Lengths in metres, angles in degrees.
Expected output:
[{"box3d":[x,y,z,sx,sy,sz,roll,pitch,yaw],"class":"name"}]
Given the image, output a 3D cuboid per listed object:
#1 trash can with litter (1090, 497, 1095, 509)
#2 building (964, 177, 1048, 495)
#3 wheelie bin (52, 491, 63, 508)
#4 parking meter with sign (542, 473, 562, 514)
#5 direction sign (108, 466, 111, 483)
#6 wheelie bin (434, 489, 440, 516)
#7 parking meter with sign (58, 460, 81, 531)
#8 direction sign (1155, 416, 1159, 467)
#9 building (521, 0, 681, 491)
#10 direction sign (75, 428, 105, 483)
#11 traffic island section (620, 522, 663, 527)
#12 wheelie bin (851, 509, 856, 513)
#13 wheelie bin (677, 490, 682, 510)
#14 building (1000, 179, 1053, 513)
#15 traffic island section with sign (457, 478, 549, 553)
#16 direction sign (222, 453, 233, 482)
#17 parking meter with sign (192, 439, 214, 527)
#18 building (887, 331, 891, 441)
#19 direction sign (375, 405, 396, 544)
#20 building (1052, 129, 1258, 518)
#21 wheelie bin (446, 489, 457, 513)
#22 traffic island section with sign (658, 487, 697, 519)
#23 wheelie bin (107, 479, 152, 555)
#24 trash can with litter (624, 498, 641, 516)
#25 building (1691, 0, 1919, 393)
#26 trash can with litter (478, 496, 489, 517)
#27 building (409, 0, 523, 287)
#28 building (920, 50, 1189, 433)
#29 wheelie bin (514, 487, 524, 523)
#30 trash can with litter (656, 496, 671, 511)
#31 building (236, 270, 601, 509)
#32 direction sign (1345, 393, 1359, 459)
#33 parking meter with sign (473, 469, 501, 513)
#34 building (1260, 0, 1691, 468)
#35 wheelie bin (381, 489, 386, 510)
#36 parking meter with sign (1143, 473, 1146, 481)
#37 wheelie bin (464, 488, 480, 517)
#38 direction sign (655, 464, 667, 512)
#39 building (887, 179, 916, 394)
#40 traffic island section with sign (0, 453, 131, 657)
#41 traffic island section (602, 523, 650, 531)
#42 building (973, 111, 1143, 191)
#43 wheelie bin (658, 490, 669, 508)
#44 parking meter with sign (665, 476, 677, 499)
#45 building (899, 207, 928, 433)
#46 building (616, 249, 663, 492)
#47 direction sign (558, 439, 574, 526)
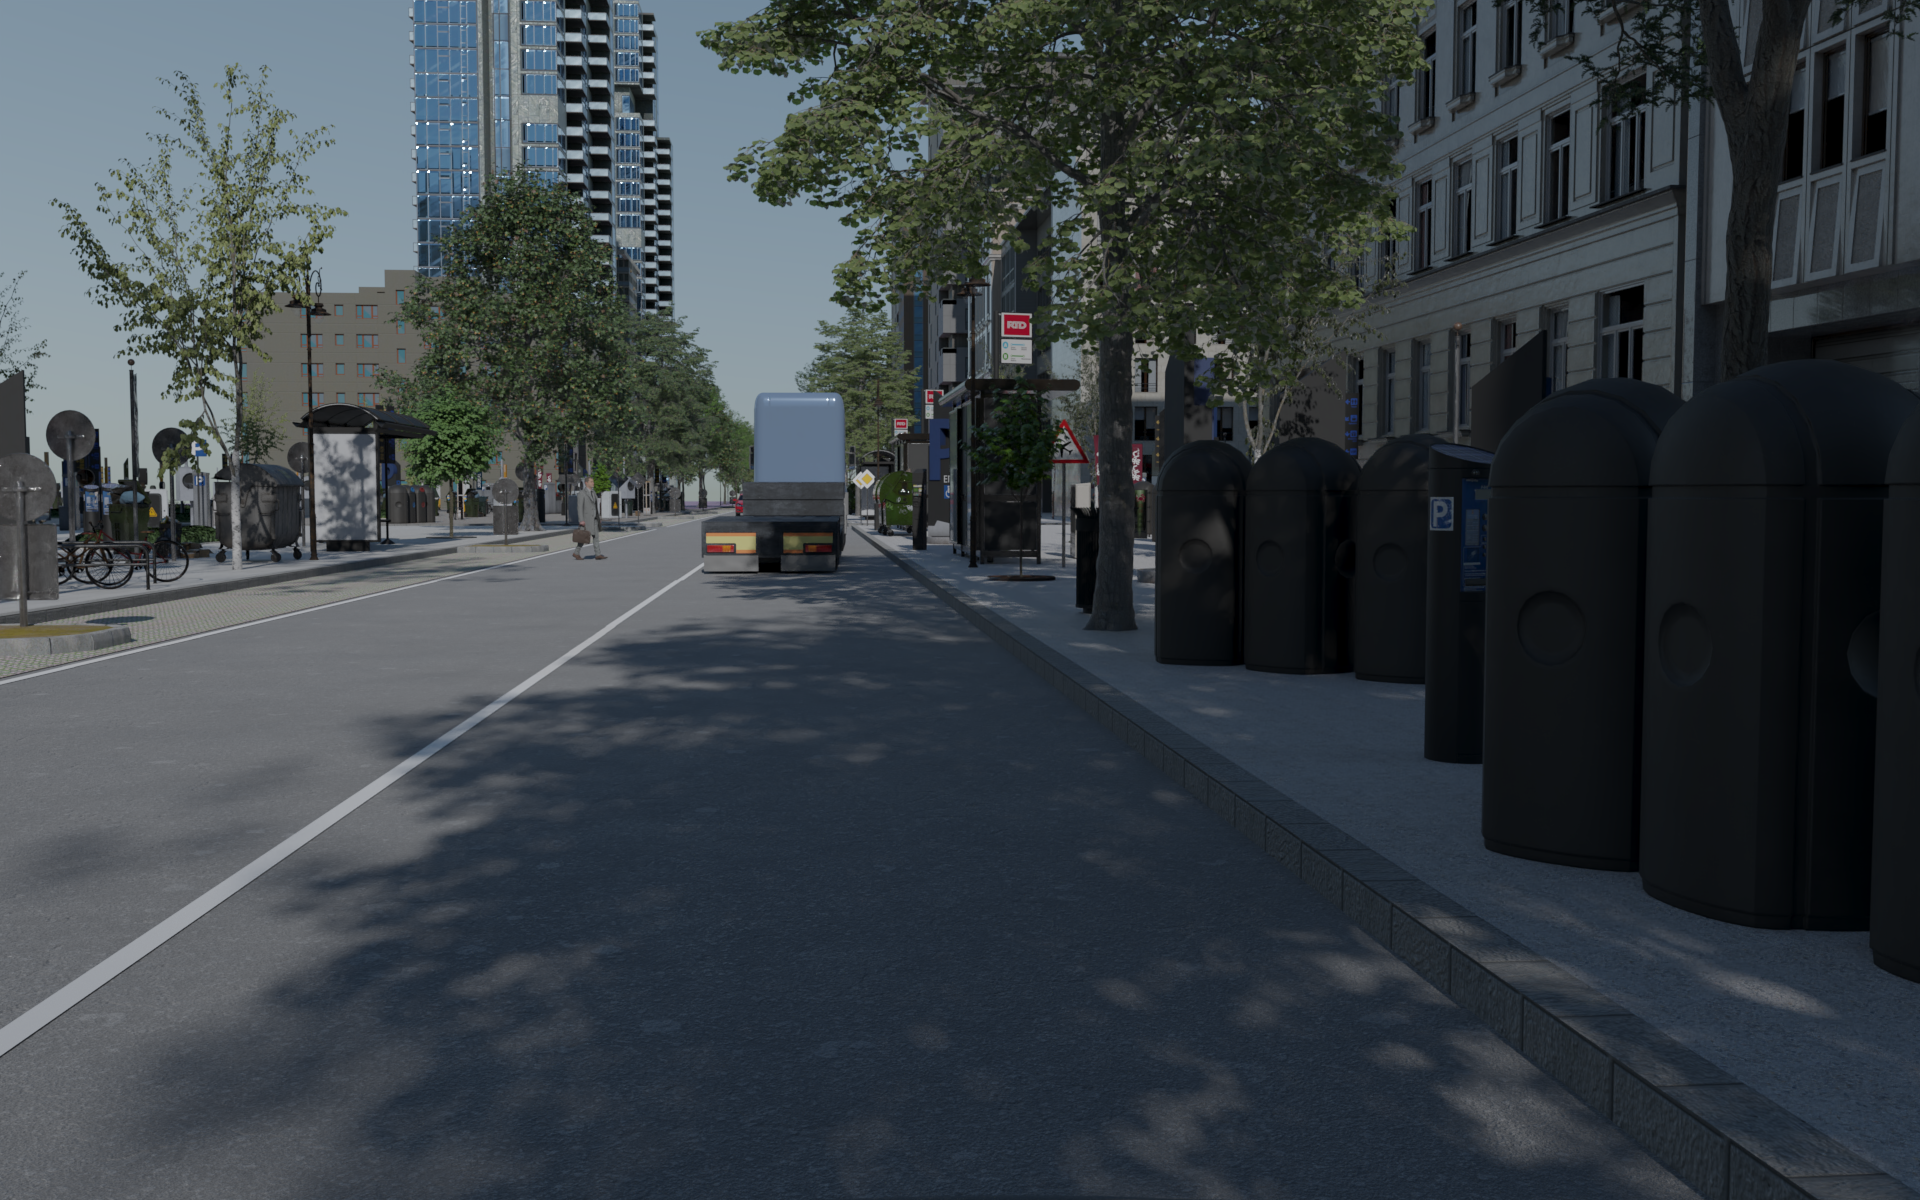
[{"box3d":[6.188,-4.097,78.366,1.055,1.170,0.624,2,4,29],"class":"trash can with litter"},{"box3d":[7.719,-21.892,143.838,13.634,28.700,20.117,0,4,-5],"class":"building"},{"box3d":[-62.635,-6.869,120.216,0.693,1.594,0.980,-1,4,-13],"class":"wheelie bin"},{"box3d":[-26.385,-7.047,111.480,0.543,3.016,1.738,2,4,34],"class":"parking meter with sign"},{"box3d":[-69.864,-9.146,141.537,0.876,3.537,0.379,-1,4,-22],"class":"direction sign"},{"box3d":[-30.557,-5.634,100.031,0.693,1.594,0.980,3,5,40],"class":"wheelie bin"},{"box3d":[-31.543,-3.983,61.384,0.543,3.016,1.738,-1,4,-15],"class":"parking meter with sign"},{"box3d":[6.062,-3.546,49.982,0.876,3.537,0.379,0,4,1],"class":"direction sign"},{"box3d":[-56.836,-59.306,282.316,22.319,86.520,31.000,0,4,-5],"class":"building"},{"box3d":[-30.132,-4.151,59.862,0.876,3.537,0.379,0,4,4],"class":"direction sign"},{"box3d":[-14.262,-3.329,76.707,2.009,0.180,2.903,0,4,-5],"class":"traffic island section"},{"box3d":[-7.243,-6.577,115.439,0.980,1.594,0.693,-1,4,-18],"class":"wheelie bin"},{"box3d":[-21.903,-7.789,135.264,0.693,1.594,0.980,0,4,3],"class":"wheelie bin"},{"box3d":[11.305,-18.347,119.042,14.314,24.678,30.058,0,4,-5],"class":"building"},{"box3d":[-11.269,-2.095,42.876,1.989,1.847,2.006,0,4,-5],"class":"traffic island section with sign"},{"box3d":[-40.849,-6.414,96.870,0.379,3.537,0.876,2,4,31],"class":"direction sign"},{"box3d":[-24.512,-3.655,56.027,0.543,3.016,1.738,-1,4,-16],"class":"parking meter with sign"},{"box3d":[-6.010,-32.641,305.376,14.160,30.474,14.107,0,4,-5],"class":"building"},{"box3d":[-14.688,-3.201,44.339,0.379,3.537,0.876,1,4,12],"class":"direction sign"},{"box3d":[14.120,-14.666,94.539,16.860,20.320,10.420,0,4,-5],"class":"building"},{"box3d":[-33.804,-6.569,115.304,0.693,1.594,0.980,0,4,1],"class":"wheelie bin"},{"box3d":[-16.279,-5.546,99.307,1.989,1.847,2.006,0,4,-5],"class":"traffic island section with sign"},{"box3d":[-17.699,-1.774,36.918,0.980,1.594,0.693,2,4,30],"class":"wheelie bin"},{"box3d":[-19.185,-5.514,101.549,1.055,1.170,0.624,0,4,-7],"class":"trash can with litter"},{"box3d":[19.263,-12.344,19.848,12.078,24.808,19.932,0,4,-5],"class":"building"},{"box3d":[-26.884,-5.266,97.489,0.624,1.170,1.055,0,4,-7],"class":"trash can with litter"},{"box3d":[-48.866,-53.770,191.814,22.319,86.520,31.000,0,4,-5],"class":"building"},{"box3d":[10.514,-37.636,204.590,28.713,52.752,27.495,0,4,-5],"class":"building"},{"box3d":[-19.657,-4.298,78.179,0.980,1.594,0.693,-2,4,-27],"class":"wheelie bin"},{"box3d":[-21.971,-7.177,128.737,1.055,1.170,0.624,2,4,28],"class":"trash can with litter"},{"box3d":[-49.385,-19.486,163.640,27.650,21.520,28.899,0,4,-5],"class":"building"},{"box3d":[8.536,-2.877,39.035,0.876,3.537,0.379,2,4,29],"class":"direction sign"},{"box3d":[-32.703,-7.591,120.380,1.738,3.016,0.543,-1,4,-8],"class":"parking meter with sign"},{"box3d":[18.635,-12.950,45.014,16.112,22.955,30.059,0,4,-5],"class":"building"},{"box3d":[-33.912,-5.713,101.323,0.980,1.594,0.693,-3,4,-37],"class":"wheelie bin"},{"box3d":[6.336,-4.055,62.558,1.738,3.016,0.543,3,5,43],"class":"parking meter with sign"},{"box3d":[-26.815,-5.339,95.203,0.693,1.594,0.980,2,4,29],"class":"wheelie bin"},{"box3d":[-21.574,-8.126,124.861,0.876,3.537,0.379,0,4,6],"class":"direction sign"},{"box3d":[2.749,-42.515,284.362,28.713,52.752,27.495,0,4,-5],"class":"building"},{"box3d":[-8.900,-0.452,16.025,1.989,1.847,2.006,0,4,-5],"class":"traffic island section with sign"},{"box3d":[-13.558,-2.842,68.752,2.009,0.180,2.903,0,4,-5],"class":"traffic island section"},{"box3d":[14.402,-29.819,179.426,32.217,40.220,23.993,0,4,-5],"class":"building"},{"box3d":[-24.778,-8.373,144.808,0.980,1.594,0.693,-1,4,-11],"class":"wheelie bin"},{"box3d":[-25.284,-9.434,150.501,1.738,3.016,0.543,-2,4,-33],"class":"parking meter with sign"},{"box3d":[-2.038,-37.503,263.277,14.600,45.320,14.200,0,4,-5],"class":"building"},{"box3d":[-60.467,-34.432,254.843,32.217,40.220,23.993,0,4,-5],"class":"building"},{"box3d":[-15.718,-4.716,69.112,0.876,3.537,0.379,3,4,36],"class":"direction sign"}]
